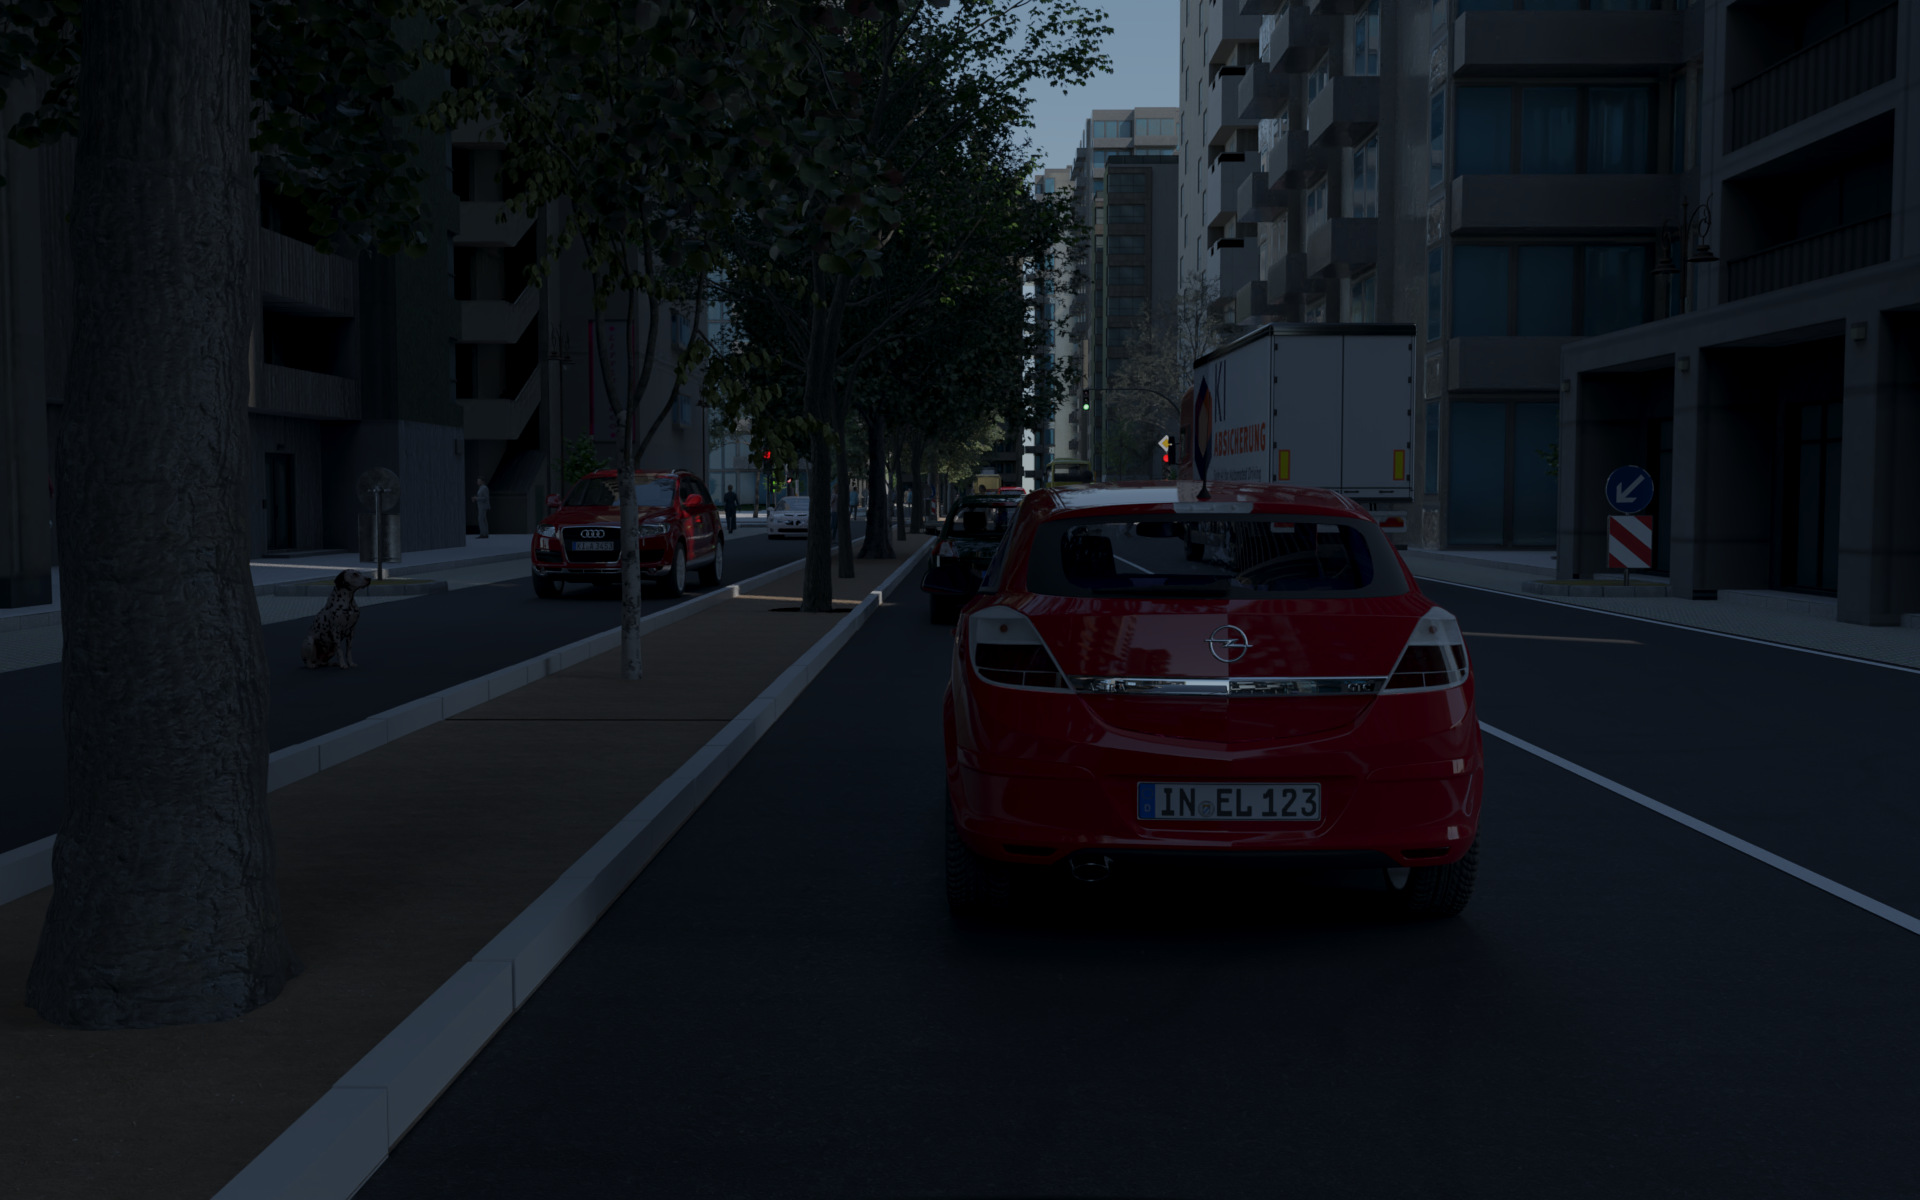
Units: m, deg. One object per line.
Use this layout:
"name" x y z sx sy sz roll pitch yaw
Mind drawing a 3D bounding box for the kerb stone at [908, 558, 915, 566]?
"kerb stone" -0.974 -0.659 32.978 0.120 0.150 1.000 0 4 1

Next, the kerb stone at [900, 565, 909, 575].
"kerb stone" -1.010 -0.471 29.901 0.120 0.150 1.000 0 4 1

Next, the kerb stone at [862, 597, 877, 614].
"kerb stone" -1.112 0.098 20.660 0.120 0.150 1.000 0 4 1

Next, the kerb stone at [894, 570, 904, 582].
"kerb stone" -1.030 -0.343 27.838 0.120 0.150 1.000 0 4 1

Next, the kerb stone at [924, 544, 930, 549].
"kerb stone" -0.864 -1.217 42.201 0.120 0.150 1.000 0 4 1

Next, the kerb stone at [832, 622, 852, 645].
"kerb stone" -1.155 0.347 16.549 0.120 0.150 1.000 0 4 1

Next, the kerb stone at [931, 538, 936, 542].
"kerb stone" -0.809 -1.537 47.333 0.120 0.150 1.000 0 4 1

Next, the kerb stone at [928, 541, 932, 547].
"kerb stone" -0.853 -1.349 44.248 0.120 0.150 1.000 0 4 1

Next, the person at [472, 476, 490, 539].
"person" -13.881 -2.678 50.033 0.583 1.804 0.606 -3 4 -37

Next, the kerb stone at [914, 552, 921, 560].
"kerb stone" -0.941 -0.845 36.048 0.120 0.150 1.000 0 4 1

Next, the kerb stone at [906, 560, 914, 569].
"kerb stone" -0.982 -0.597 31.956 0.120 0.150 1.000 0 4 1

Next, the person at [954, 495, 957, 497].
"person" -0.640 -9.198 159.341 0.683 1.767 0.568 -1 4 -19

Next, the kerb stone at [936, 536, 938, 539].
"kerb stone" -0.771 -1.726 50.410 0.120 0.150 1.000 0 4 1

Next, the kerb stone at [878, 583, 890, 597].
"kerb stone" -1.082 -0.094 23.735 0.120 0.150 1.000 0 4 1

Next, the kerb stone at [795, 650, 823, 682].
"kerb stone" -1.195 0.533 13.480 0.120 0.150 1.000 0 4 1

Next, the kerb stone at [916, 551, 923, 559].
"kerb stone" -0.932 -0.910 37.074 0.120 0.150 1.000 0 4 1

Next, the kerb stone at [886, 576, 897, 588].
"kerb stone" -1.057 -0.220 25.794 0.120 0.150 1.000 0 4 1

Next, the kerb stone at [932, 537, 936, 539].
"kerb stone" -0.800 -1.600 48.362 0.120 0.150 1.000 0 4 1

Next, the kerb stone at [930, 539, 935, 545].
"kerb stone" -0.814 -1.473 46.311 0.120 0.150 1.000 0 4 1

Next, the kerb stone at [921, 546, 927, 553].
"kerb stone" -0.896 -1.098 40.145 0.120 0.150 1.000 0 4 1

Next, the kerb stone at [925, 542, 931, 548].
"kerb stone" -0.862 -1.285 43.226 0.120 0.150 1.000 0 4 1

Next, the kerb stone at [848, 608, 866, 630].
"kerb stone" -1.128 0.219 18.608 0.120 0.150 1.000 0 4 1

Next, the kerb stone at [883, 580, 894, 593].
"kerb stone" -1.060 -0.157 24.769 0.120 0.150 1.000 0 4 1

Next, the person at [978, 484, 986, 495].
"person" 0.671 -2.724 53.782 0.466 1.731 0.760 0 4 -7

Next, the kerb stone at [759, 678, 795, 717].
"kerb stone" -1.216 0.659 11.426 0.120 0.150 1.000 0 4 1

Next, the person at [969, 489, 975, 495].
"person" 0.874 -6.147 109.396 0.834 1.777 0.661 2 4 23

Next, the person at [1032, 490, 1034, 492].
"person" 6.409 -8.588 149.190 0.573 1.790 0.520 3 4 39

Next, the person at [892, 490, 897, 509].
"person" -6.462 -9.666 166.529 1.348 1.826 0.705 -3 5 -42

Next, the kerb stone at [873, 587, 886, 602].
"kerb stone" -1.092 -0.032 22.711 0.120 0.150 1.000 0 4 1

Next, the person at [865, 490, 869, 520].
"person" -4.890 -5.233 94.802 0.466 1.731 0.760 3 5 39

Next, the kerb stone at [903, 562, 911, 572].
"kerb stone" -0.994 -0.532 30.928 0.120 0.150 1.000 0 4 1

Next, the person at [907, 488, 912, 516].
"person" -3.231 -6.509 114.779 0.638 1.841 0.748 -3 4 -36

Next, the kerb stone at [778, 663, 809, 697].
"kerb stone" -1.212 0.598 12.448 0.120 0.150 1.000 0 4 1

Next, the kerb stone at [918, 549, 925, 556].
"kerb stone" -0.912 -0.973 38.100 0.120 0.150 1.000 0 4 1

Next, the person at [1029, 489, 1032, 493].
"person" 4.602 -6.482 115.053 0.524 1.755 0.480 1 4 22

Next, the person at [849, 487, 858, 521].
"person" -5.614 -5.027 90.708 0.660 1.820 0.620 2 4 25

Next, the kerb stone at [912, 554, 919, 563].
"kerb stone" -0.948 -0.784 35.022 0.120 0.150 1.000 0 4 1

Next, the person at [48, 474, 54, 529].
"person" -12.975 -1.113 24.208 0.580 1.828 0.573 0 4 -4

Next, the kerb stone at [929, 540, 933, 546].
"kerb stone" -0.836 -1.412 45.284 0.120 0.150 1.000 0 4 1

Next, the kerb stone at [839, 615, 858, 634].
"kerb stone" -1.152 0.283 17.571 0.120 0.150 1.000 0 4 1

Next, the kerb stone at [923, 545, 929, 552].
"kerb stone" -0.883 -1.159 41.173 0.120 0.150 1.000 0 4 1

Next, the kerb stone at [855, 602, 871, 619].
"kerb stone" -1.127 0.160 19.635 0.120 0.150 1.000 0 4 1

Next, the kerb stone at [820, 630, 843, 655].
"kerb stone" -1.169 0.408 15.526 0.120 0.150 1.000 0 4 1

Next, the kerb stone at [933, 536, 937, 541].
"kerb stone" -0.787 -1.663 49.384 0.120 0.150 1.000 0 4 1

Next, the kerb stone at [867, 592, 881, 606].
"kerb stone" -1.107 0.035 21.689 0.120 0.150 1.000 0 4 1

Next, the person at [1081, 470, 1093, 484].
"person" 2.023 -1.106 26.765 0.511 1.800 0.466 1 4 20

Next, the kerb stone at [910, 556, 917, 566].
"kerb stone" -0.968 -0.722 34.000 0.120 0.150 1.000 0 4 1

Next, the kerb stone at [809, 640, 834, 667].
"kerb stone" -1.182 0.471 14.502 0.120 0.150 1.000 0 4 1

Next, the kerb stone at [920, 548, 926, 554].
"kerb stone" -0.907 -1.035 39.121 0.120 0.150 1.000 0 4 1

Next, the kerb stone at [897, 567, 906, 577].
"kerb stone" -1.019 -0.408 28.865 0.120 0.150 1.000 0 4 1

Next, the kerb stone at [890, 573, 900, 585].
"kerb stone" -1.045 -0.282 26.816 0.120 0.150 1.000 0 4 1

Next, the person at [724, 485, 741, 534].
"person" -8.250 -3.281 62.558 0.576 1.772 0.534 -2 4 -33

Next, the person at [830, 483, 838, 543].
"person" -3.741 -2.505 50.125 0.598 1.740 0.731 0 4 6
